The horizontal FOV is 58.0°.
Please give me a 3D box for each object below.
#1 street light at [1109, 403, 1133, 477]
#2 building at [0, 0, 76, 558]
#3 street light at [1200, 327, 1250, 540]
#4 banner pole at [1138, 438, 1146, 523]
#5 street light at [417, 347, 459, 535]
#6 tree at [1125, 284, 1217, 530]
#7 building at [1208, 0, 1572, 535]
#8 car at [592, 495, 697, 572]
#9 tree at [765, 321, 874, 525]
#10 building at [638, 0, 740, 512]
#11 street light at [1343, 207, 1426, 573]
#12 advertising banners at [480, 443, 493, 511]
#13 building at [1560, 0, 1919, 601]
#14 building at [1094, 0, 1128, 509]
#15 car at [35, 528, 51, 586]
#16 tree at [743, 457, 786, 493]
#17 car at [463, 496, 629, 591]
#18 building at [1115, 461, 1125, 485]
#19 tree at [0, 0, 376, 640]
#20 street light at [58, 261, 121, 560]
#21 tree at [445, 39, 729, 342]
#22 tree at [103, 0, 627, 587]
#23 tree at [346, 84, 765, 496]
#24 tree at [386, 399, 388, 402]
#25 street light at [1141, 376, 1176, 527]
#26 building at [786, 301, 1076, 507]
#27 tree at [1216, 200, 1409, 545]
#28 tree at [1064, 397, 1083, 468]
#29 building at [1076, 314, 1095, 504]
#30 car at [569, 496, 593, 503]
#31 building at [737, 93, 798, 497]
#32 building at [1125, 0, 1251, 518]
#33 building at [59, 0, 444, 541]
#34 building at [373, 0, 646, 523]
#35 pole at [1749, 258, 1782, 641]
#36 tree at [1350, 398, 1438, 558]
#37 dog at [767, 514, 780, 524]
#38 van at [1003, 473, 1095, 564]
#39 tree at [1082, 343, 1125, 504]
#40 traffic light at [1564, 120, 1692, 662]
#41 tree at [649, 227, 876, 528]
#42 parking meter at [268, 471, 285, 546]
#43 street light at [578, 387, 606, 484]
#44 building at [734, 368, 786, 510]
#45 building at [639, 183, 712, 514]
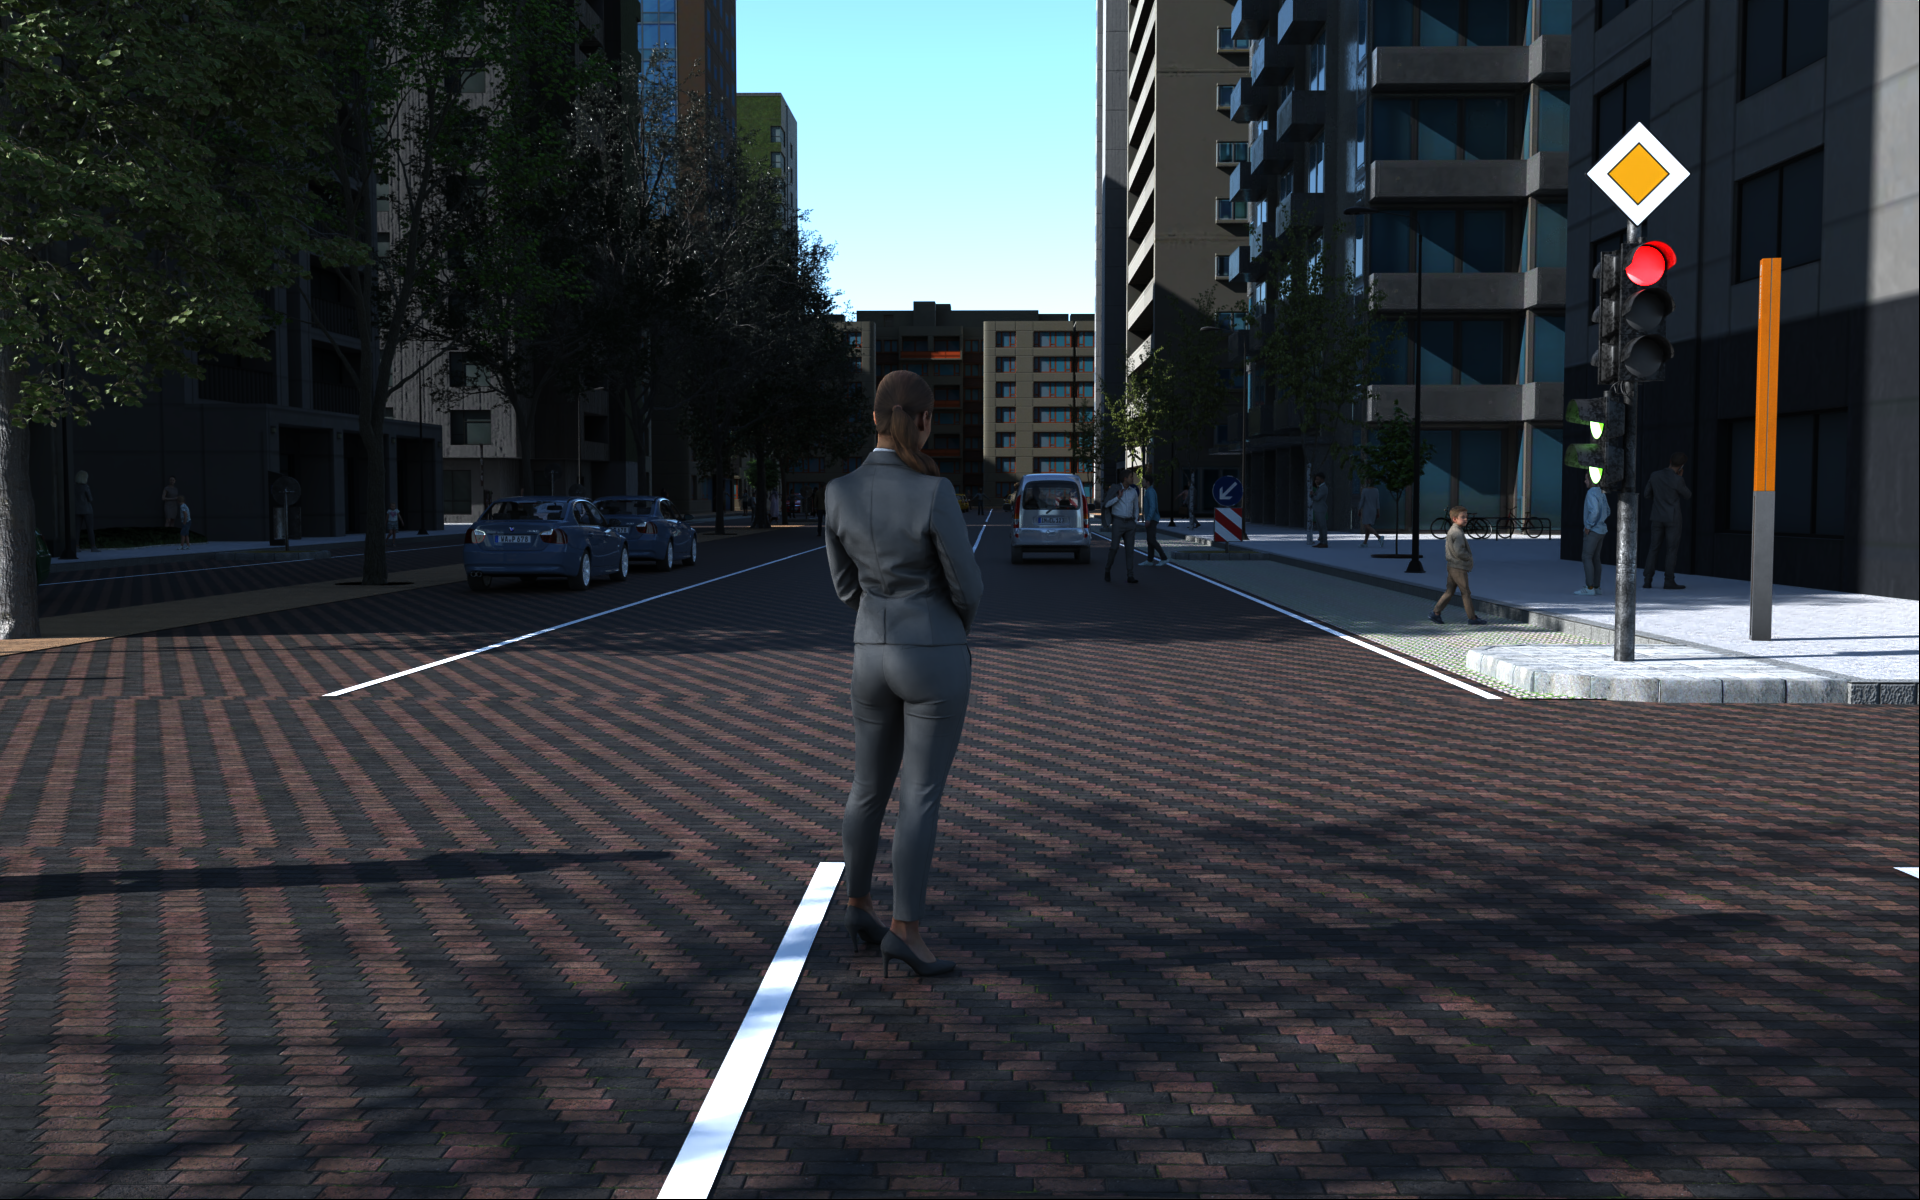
[{"bbox_3d":[8.251,-7.080,88.304,1.470,5.913,1.316,0,4,1],"label":"street light"},{"bbox_3d":[-29.149,-24.488,24.085,21.300,48.544,21.600,0,4,1],"label":"building"},{"bbox_3d":[7.372,-4.628,48.205,1.470,5.913,1.316,0,4,1],"label":"street light"},{"bbox_3d":[8.247,-5.358,77.618,0.401,3.779,0.863,1,4,15],"label":"banner pole"},{"bbox_3d":[-16.457,-5.019,54.605,1.470,5.913,1.316,0,4,1],"label":"street light"},{"bbox_3d":[8.174,-6.785,61.290,4.737,8.622,4.395,0,3,0],"label":"tree"},{"bbox_3d":[22.691,-27.352,66.811,23.786,49.044,30.456,0,4,1],"label":"building"},{"bbox_3d":[-6.202,-1.301,33.282,2.014,1.417,4.499,0,4,1],"label":"car"},{"bbox_3d":[-8.106,-8.790,80.594,8.767,10.594,7.601,0,4,1],"label":"tree"},{"bbox_3d":[-23.933,-29.010,124.421,14.600,45.320,14.200,0,4,1],"label":"building"},{"bbox_3d":[6.900,-3.401,28.156,1.470,5.913,1.316,0,4,1],"label":"street light"},{"bbox_3d":[-16.641,-3.952,60.810,0.090,3.025,2.074,0,4,-5],"label":"advertising banners"},{"bbox_3d":[21.761,-35.674,21.521,20.611,71.187,20.563,0,4,1],"label":"building"},{"bbox_3d":[22.088,-37.071,148.114,21.231,58.520,28.212,0,4,1],"label":"building"},{"bbox_3d":[-13.017,-0.565,21.031,2.131,1.459,4.920,0,4,1],"label":"car"},{"bbox_3d":[-15.343,-9.323,136.139,4.285,4.588,4.351,0,3,0],"label":"tree"},{"bbox_3d":[-6.391,-0.918,27.005,2.014,1.417,4.499,0,4,1],"label":"car"},{"bbox_3d":[22.223,-41.902,123.352,20.563,71.187,20.611,0,4,1],"label":"building"},{"bbox_3d":[-9.451,-5.910,17.218,7.486,12.596,7.792,0,3,0],"label":"tree"},{"bbox_3d":[-17.018,-3.753,33.908,1.470,5.913,1.316,0,4,1],"label":"street light"},{"bbox_3d":[-8.679,-8.199,46.874,12.009,13.543,11.850,0,3,0],"label":"tree"},{"bbox_3d":[-9.073,-6.024,26.700,9.928,11.665,9.643,0,3,0],"label":"tree"},{"bbox_3d":[-9.157,-6.129,37.085,8.767,10.594,7.601,0,4,1],"label":"tree"},{"bbox_3d":[-25.468,-7.395,71.273,4.360,8.622,3.978,0,3,0],"label":"tree"},{"bbox_3d":[7.832,-5.854,68.254,1.470,5.913,1.316,0,4,1],"label":"street light"},{"bbox_3d":[-2.813,-20.923,187.135,28.899,21.520,27.650,0,4,1],"label":"building"},{"bbox_3d":[8.868,-5.685,43.307,4.737,8.622,4.395,0,3,0],"label":"tree"},{"bbox_3d":[9.831,-10.988,130.010,4.737,8.622,4.395,0,3,0],"label":"tree"},{"bbox_3d":[26.314,-20.884,186.497,28.899,21.520,27.650,0,4,1],"label":"building"},{"bbox_3d":[-11.196,-2.227,48.781,2.083,1.381,4.827,0,3,0],"label":"car"},{"bbox_3d":[-24.453,-30.375,180.223,14.086,41.232,14.154,0,4,1],"label":"building"},{"bbox_3d":[21.399,-29.314,102.991,21.300,48.544,21.600,0,4,1],"label":"building"},{"bbox_3d":[-28.704,-37.741,55.319,20.563,71.187,20.611,0,4,1],"label":"building"},{"bbox_3d":[-23.362,-18.965,81.781,14.160,30.474,14.107,0,4,1],"label":"building"},{"bbox_3d":[7.024,-1.300,15.106,0.158,3.312,0.155,0,3,0],"label":"pole"},{"bbox_3d":[8.699,-2.469,34.965,1.663,3.219,1.824,0,3,0],"label":"tree"},{"bbox_3d":[-8.922,-3.888,82.852,0.406,0.507,0.540,2,4,30],"label":"dog"},{"bbox_3d":[1.912,-1.834,36.999,2.013,2.044,4.112,0,4,2],"label":"van"},{"bbox_3d":[8.549,-8.081,82.494,4.737,8.622,4.395,0,3,0],"label":"tree"},{"bbox_3d":[5.091,-1.486,13.209,0.839,4.253,0.868,0,4,1],"label":"traffic light"},{"bbox_3d":[-8.272,-9.320,71.841,9.611,12.733,9.660,0,3,0],"label":"tree"},{"bbox_3d":[-16.942,-2.282,43.027,0.399,1.863,0.255,0,4,-4],"label":"parking meter"},{"bbox_3d":[-16.023,-6.294,75.442,1.470,5.913,1.316,0,4,1],"label":"street light"},{"bbox_3d":[-31.508,-18.671,150.304,28.899,21.520,27.650,0,4,1],"label":"building"},{"bbox_3d":[-31.143,-15.826,103.794,27.650,21.520,28.899,0,4,1],"label":"building"}]
